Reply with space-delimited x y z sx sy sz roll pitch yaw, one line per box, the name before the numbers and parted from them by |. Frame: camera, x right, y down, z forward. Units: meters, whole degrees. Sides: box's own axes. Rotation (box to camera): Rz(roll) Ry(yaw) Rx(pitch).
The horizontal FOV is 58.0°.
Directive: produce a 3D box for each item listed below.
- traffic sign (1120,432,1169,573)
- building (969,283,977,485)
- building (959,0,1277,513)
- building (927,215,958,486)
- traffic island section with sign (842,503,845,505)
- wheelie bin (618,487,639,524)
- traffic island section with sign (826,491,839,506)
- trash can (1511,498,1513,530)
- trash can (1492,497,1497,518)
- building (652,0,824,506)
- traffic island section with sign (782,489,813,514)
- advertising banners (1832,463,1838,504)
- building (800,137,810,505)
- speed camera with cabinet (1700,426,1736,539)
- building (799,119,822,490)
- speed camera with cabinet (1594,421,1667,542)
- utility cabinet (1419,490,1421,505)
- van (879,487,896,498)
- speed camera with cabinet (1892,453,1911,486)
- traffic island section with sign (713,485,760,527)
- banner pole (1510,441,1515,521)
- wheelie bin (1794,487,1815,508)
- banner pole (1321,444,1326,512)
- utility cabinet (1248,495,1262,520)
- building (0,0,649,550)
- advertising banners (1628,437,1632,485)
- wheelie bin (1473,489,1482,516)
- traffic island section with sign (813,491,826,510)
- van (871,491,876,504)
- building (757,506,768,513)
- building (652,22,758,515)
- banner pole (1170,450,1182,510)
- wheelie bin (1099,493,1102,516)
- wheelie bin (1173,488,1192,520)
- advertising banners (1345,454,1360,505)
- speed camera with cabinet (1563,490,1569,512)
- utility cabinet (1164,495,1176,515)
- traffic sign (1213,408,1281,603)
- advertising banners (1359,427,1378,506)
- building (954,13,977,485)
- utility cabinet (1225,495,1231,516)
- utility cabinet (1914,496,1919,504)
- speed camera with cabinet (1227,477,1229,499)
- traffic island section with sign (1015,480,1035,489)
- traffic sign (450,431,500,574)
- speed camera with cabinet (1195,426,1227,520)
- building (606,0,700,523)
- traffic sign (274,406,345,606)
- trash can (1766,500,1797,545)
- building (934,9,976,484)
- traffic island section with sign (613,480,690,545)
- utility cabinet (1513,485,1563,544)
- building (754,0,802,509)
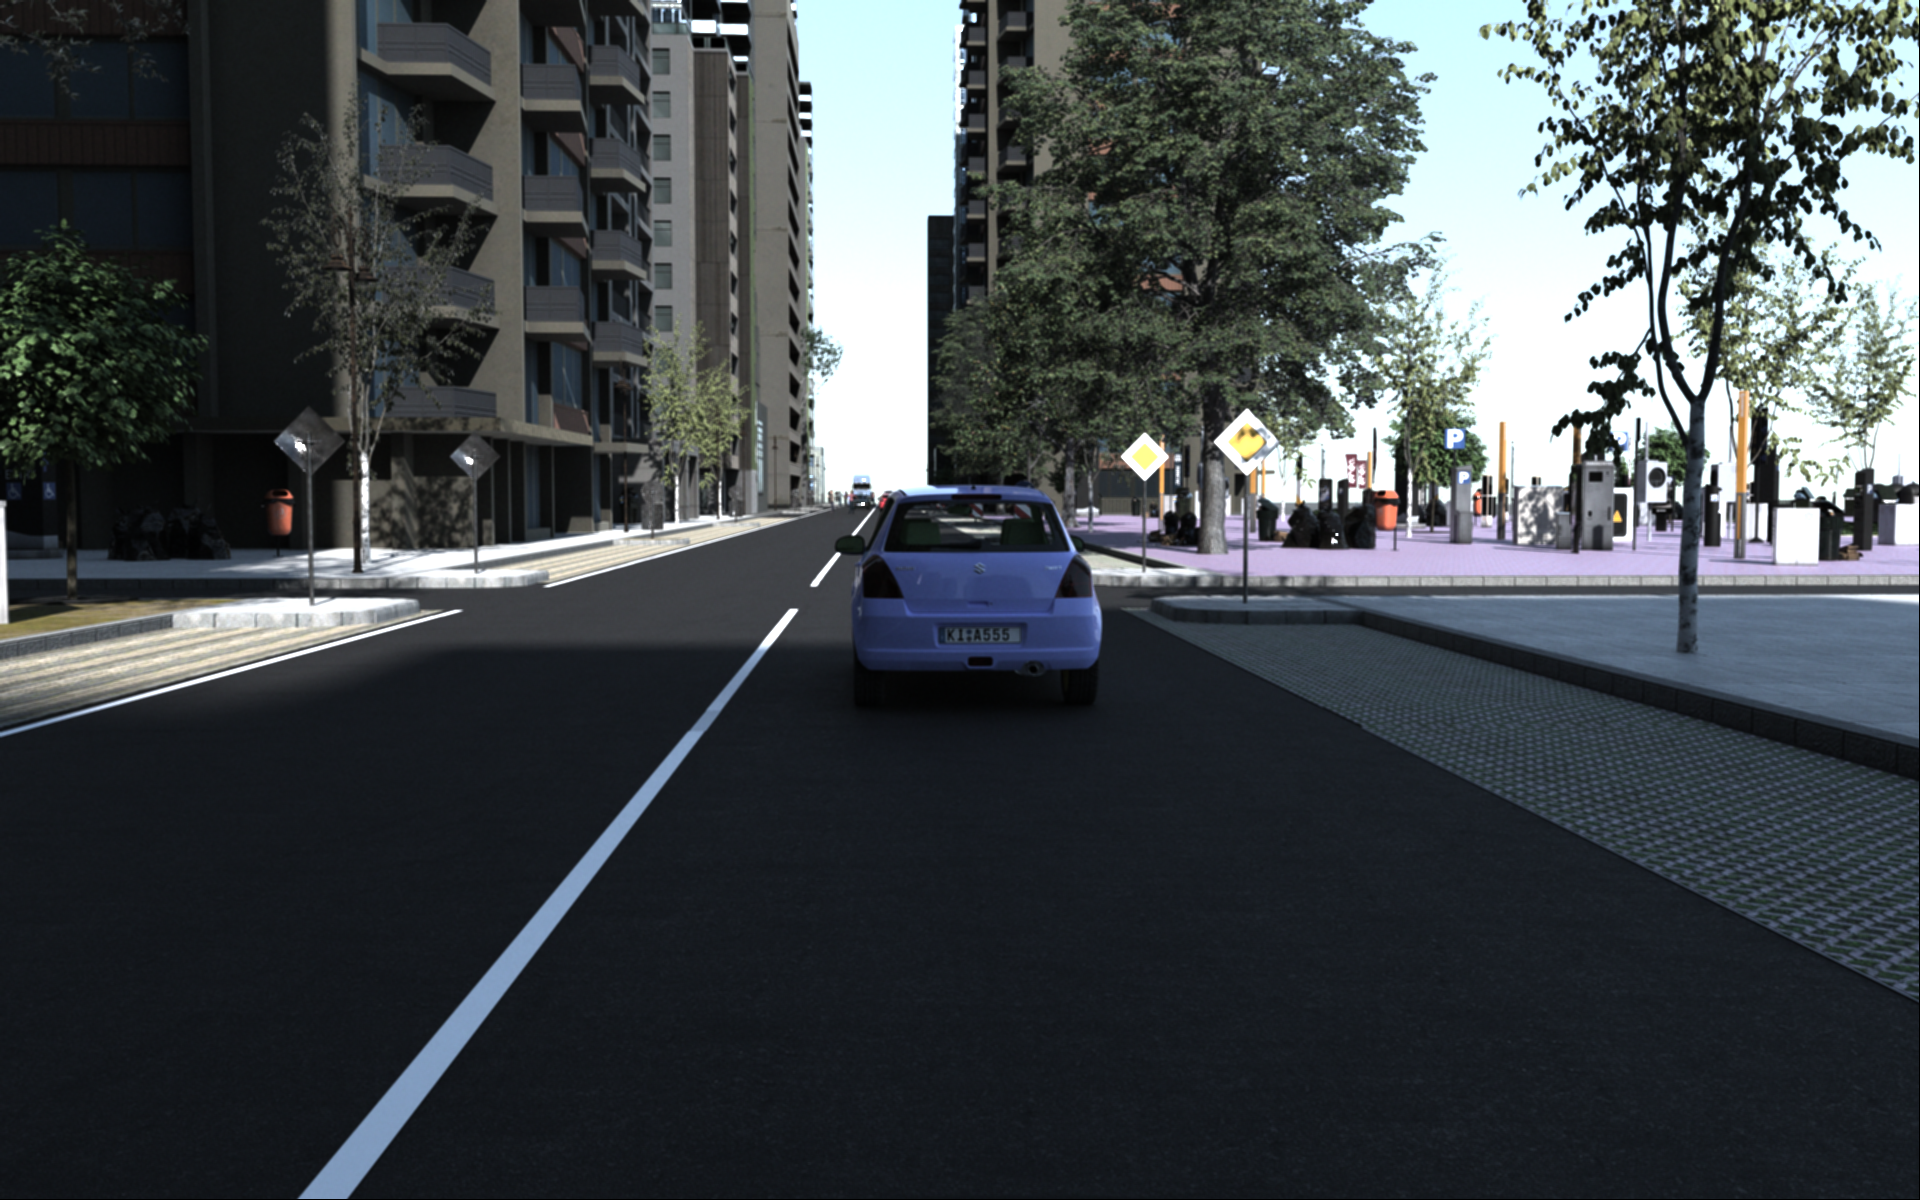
traffic sign | 3.004 -1.505 28.247 0.795 2.450 0.064 0 4 -2
building | 7.669 -23.232 151.550 14.160 30.474 14.107 0 4 -2
building | 11.229 -29.063 129.798 22.147 44.769 28.867 0 4 -2
building | 2.153 -34.995 255.766 14.154 41.232 14.086 0 4 -2
traffic island section with sign | -16.710 -13.930 236.386 1.989 1.847 2.006 0 4 -2
wheelie bin | -14.307 -4.101 74.965 0.693 1.594 0.980 2 4 24
traffic island section with sign | -15.529 -12.230 208.587 1.989 1.847 2.006 0 4 -2
trash can | 18.985 -2.867 58.521 0.748 1.137 0.748 0 3 0
trash can | 28.693 -5.020 93.738 0.748 1.137 0.748 0 3 0
building | -30.315 -56.950 243.796 22.319 86.520 31.000 0 4 -2
traffic island section with sign | -12.087 -7.291 127.839 1.989 1.847 2.006 0 4 -2
advertising banners | 47.244 -5.952 93.505 0.090 3.025 2.074 1 4 21
building | -24.158 -31.125 192.492 14.154 41.232 14.086 0 4 -2
speed camera with cabinet | 22.144 -3.452 50.781 0.660 3.252 2.038 0 4 5
building | -29.471 -36.371 214.277 23.786 49.044 30.456 0 4 -2
speed camera with cabinet | 18.085 -3.210 46.820 2.038 3.252 0.660 -1 4 -17
utility cabinet | 22.418 -4.754 86.411 0.318 1.500 1.173 -3 4 -38
van | -6.143 -8.936 153.116 2.013 2.044 4.112 0 4 -3
speed camera with cabinet | 45.637 -5.417 82.910 0.660 3.252 2.038 -1 4 -15
traffic island section with sign | -9.909 -4.175 76.883 1.989 1.847 2.006 0 4 -2
banner pole | 26.130 -5.619 81.883 0.401 3.779 0.863 2 4 27
wheelie bin | 35.828 -4.015 73.550 0.693 1.594 0.980 3 5 44
banner pole | 18.021 -5.869 85.977 0.401 3.779 0.863 2 4 27
utility cabinet | 14.654 -4.619 86.676 1.020 1.237 0.306 -2 4 -35
building | -21.643 -24.284 51.675 22.147 44.769 28.867 0 4 -2
advertising banners | 20.049 -3.426 52.207 0.090 3.025 2.074 2 4 30
wheelie bin | 30.043 -5.616 99.722 0.980 1.594 0.693 -2 4 -30
traffic island section with sign | -13.237 -8.938 154.770 1.989 1.847 2.006 0 4 -2
van | -13.583 -15.417 259.073 2.013 2.044 4.112 0 4 -4
building | -25.711 -50.064 131.224 22.319 86.520 31.000 0 4 -2
building | -20.551 -20.694 110.050 14.160 30.474 14.107 0 4 -2
banner pole | 11.310 -6.182 91.091 0.863 3.779 0.401 -1 4 -18
wheelie bin | 8.168 -5.856 103.660 0.693 1.594 0.980 0 4 2
wheelie bin | 11.018 -4.741 85.420 0.980 1.594 0.693 -1 4 -17
advertising banners | 17.713 -4.821 75.009 2.074 3.025 0.090 1 4 9
speed camera with cabinet | 27.119 -4.968 75.560 0.660 3.252 2.038 -1 4 -15
utility cabinet | 11.942 -5.383 99.167 1.020 1.237 0.306 2 4 35
traffic sign | 3.345 -1.017 20.269 0.795 2.450 0.064 0 4 -2
advertising banners | 10.898 -3.051 46.077 0.090 3.025 2.074 0 4 6
building | 10.033 -44.628 167.915 20.563 71.187 20.611 0 4 -2
utility cabinet | 15.556 -5.602 102.761 1.020 1.237 0.306 -2 4 -24
utility cabinet | 33.917 -3.068 61.325 0.306 1.237 1.020 2 4 30
speed camera with cabinet | 12.777 -5.712 87.732 2.038 3.252 0.660 -3 5 -42
traffic island section with sign | 1.728 -2.603 51.191 1.989 1.847 2.006 0 4 -2
traffic sign | -7.781 -1.478 27.809 0.795 2.450 0.064 0 4 -2
speed camera with cabinet | 7.214 -3.403 49.979 0.660 3.252 2.038 0 4 5
building | -23.630 -39.464 83.492 20.563 71.187 20.611 0 4 -2
traffic sign | -7.441 -0.990 19.831 0.795 2.450 0.064 0 4 -2
trash can | 20.699 -1.959 43.687 0.748 1.137 0.748 0 3 0
building | 8.051 -56.235 232.113 22.319 86.520 31.000 0 4 -2
traffic island section with sign | -8.729 -2.480 49.179 1.989 1.847 2.006 0 4 -2
utility cabinet | 14.597 -2.144 43.732 1.173 1.500 0.318 0 4 -6
building | -25.838 -32.719 158.653 21.300 48.544 21.600 0 4 -2
